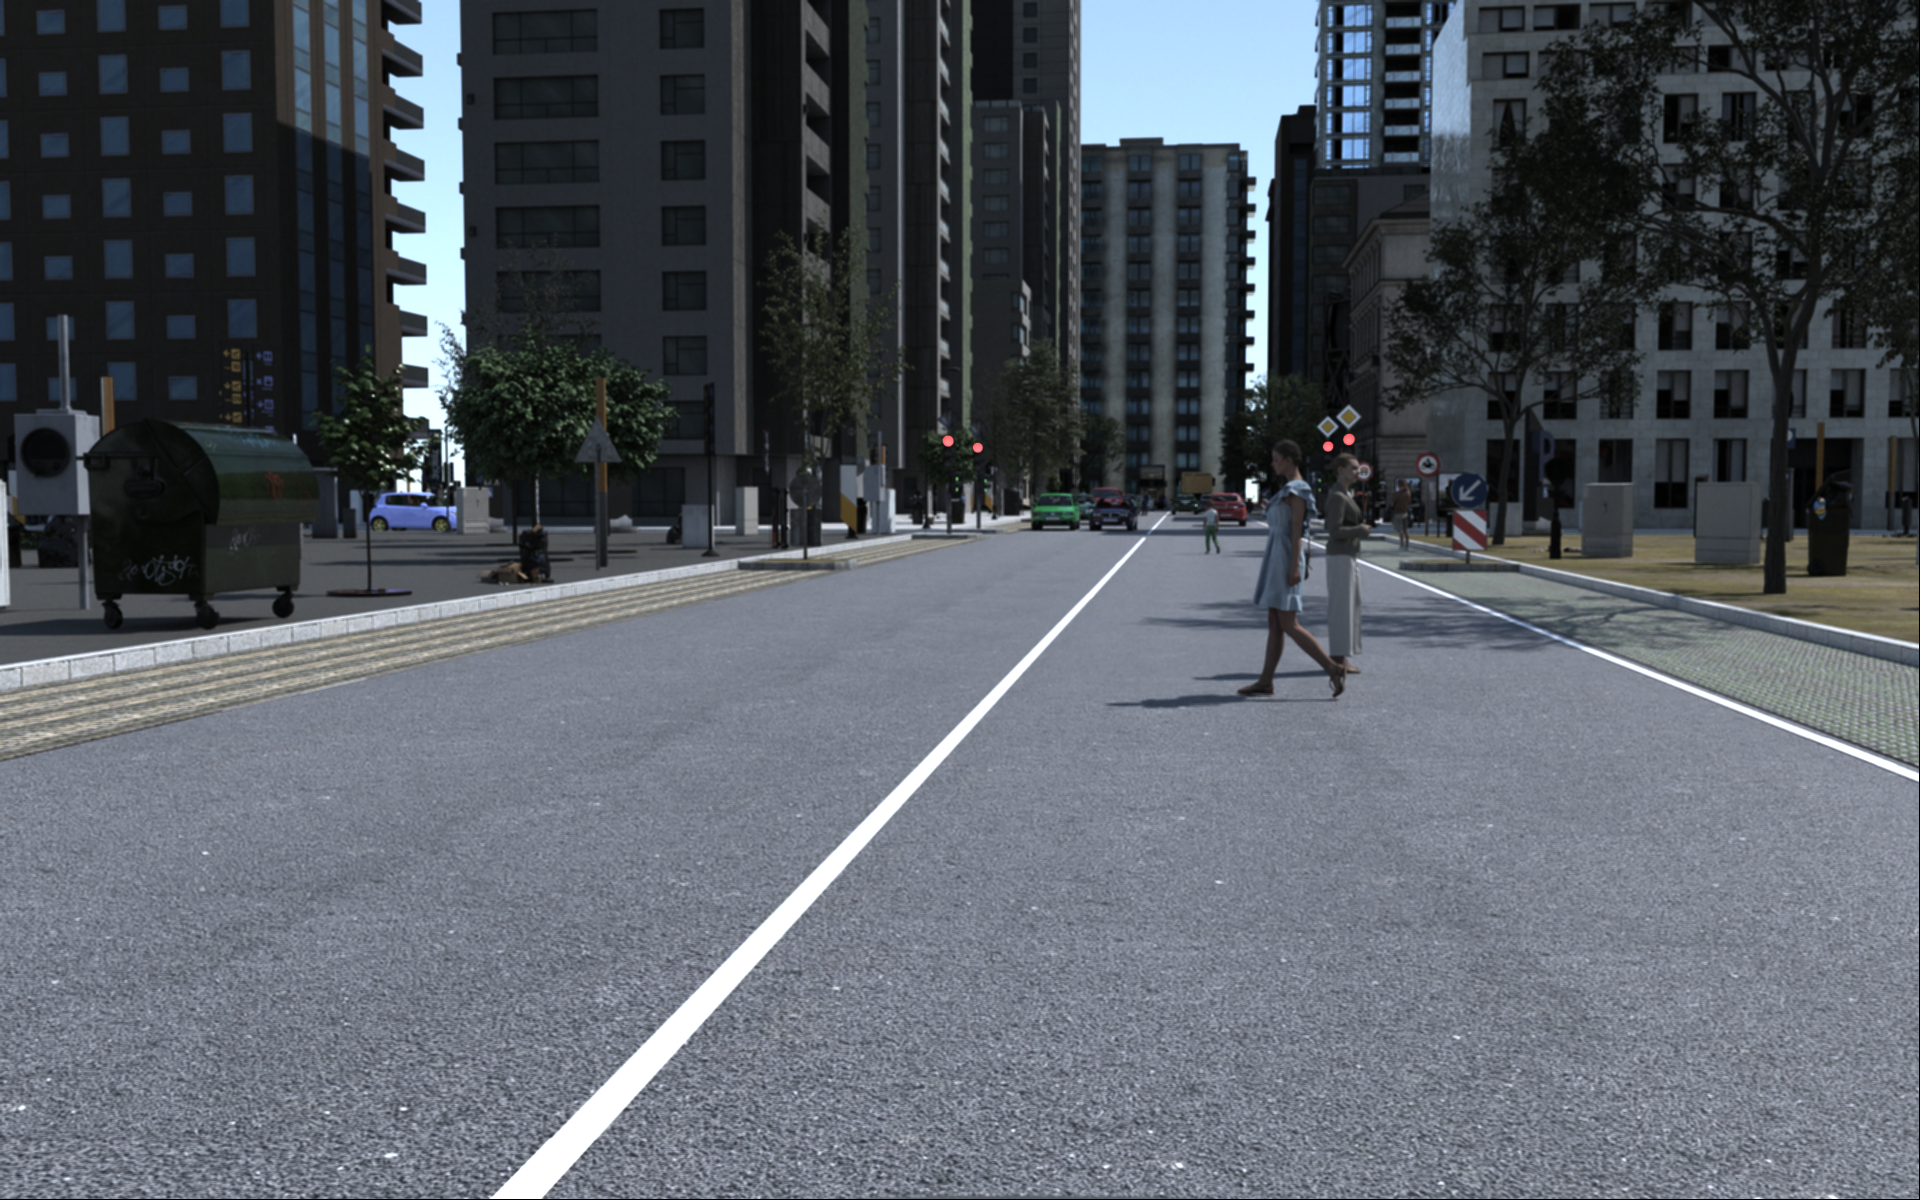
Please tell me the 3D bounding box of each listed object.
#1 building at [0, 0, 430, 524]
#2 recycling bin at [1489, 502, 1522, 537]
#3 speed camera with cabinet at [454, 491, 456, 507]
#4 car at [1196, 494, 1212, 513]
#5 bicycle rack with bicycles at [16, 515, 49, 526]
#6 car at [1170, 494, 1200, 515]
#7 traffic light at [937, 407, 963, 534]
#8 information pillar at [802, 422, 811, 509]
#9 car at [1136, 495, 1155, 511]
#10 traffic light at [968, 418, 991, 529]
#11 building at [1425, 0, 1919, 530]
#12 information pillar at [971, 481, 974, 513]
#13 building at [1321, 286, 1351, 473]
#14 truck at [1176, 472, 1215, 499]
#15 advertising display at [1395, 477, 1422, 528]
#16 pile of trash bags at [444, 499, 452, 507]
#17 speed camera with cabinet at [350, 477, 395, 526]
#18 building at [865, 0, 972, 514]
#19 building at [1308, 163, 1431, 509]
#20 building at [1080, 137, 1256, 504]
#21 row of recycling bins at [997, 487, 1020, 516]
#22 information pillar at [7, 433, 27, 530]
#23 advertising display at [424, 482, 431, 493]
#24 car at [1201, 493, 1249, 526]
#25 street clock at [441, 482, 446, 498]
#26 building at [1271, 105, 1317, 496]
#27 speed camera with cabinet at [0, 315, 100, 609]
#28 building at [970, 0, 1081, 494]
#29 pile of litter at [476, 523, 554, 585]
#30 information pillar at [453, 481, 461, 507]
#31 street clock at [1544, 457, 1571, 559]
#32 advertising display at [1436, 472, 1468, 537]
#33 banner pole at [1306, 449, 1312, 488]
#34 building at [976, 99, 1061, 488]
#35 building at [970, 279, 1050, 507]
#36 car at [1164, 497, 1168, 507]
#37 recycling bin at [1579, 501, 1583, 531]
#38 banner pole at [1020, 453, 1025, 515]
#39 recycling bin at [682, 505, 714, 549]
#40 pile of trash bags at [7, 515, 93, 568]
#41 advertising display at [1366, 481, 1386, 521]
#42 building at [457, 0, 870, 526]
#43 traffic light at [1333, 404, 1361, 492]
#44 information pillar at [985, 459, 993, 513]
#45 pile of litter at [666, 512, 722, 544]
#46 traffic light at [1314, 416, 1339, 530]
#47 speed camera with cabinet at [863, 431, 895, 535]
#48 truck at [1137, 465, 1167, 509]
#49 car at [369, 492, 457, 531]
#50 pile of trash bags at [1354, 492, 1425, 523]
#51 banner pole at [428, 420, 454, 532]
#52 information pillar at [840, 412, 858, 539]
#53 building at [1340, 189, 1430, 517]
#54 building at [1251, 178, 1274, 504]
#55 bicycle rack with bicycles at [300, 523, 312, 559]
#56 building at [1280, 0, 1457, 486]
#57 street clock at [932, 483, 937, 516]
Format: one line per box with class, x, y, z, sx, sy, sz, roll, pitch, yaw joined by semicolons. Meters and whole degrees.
building;-33.858;-26.146;77.605;14.200;45.320;14.600;0;4;7
recycling bin;16.374;-2.411;51.977;0.722;1.027;0.722;0;4;-7
speed camera with cabinet;-26.080;-6.038;93.060;2.038;3.252;0.660;-2;4;-26
car;19.106;-7.384;132.729;2.014;1.417;4.499;0;4;7
bicycle rack with bicycles;-38.393;-3.505;70.694;2.852;0.926;2.925;2;4;28
car;15.700;-6.669;120.838;2.131;1.459;4.920;0;4;7
traffic light;-0.327;-4.095;55.876;0.839;4.253;0.868;0;4;7
information pillar;-4.931;-3.937;55.723;0.183;3.616;0.504;1;4;21
car;15.715;-8.332;148.593;2.083;1.381;4.827;0;4;7
traffic light;0.707;-4.579;63.794;0.839;4.253;0.868;0;4;7
building;27.743;-13.038;67.916;16.860;20.320;10.420;0;4;7
information pillar;0.810;-7.553;114.845;0.183;3.616;0.504;1;4;10
building;34.948;-15.847;126.549;16.820;18.784;16.811;0;4;7
truck;20.624;-9.499;151.236;3.469;3.379;9.791;0;4;7
advertising display;16.958;-3.692;65.583;0.974;1.923;0.123;2;4;26
pile of trash bags;-27.677;-4.913;90.080;1.912;1.369;3.447;1;4;9
speed camera with cabinet;-24.199;-4.711;71.368;0.660;3.252;2.038;2;4;24
building;-7.004;-26.251;112.802;14.154;41.232;14.086;0;4;7
building;38.240;-23.469;155.422;14.160;30.474;14.107;0;4;7
building;24.492;-37.670;235.507;30.456;49.044;23.786;0;4;7
row of recycling bins;2.957;-5.917;103.854;1.069;1.692;3.534;-1;4;-8
information pillar;-32.880;-4.221;60.375;0.504;3.616;0.183;-2;4;-24
advertising display;-29.394;-5.531;95.651;0.123;1.923;0.974;0;4;0
car;11.959;-4.223;78.094;2.155;1.783;4.494;0;4;7
street clock;-30.368;-5.954;101.921;0.358;2.002;0.471;-1;4;-22
building;43.453;-33.617;199.748;14.600;45.320;14.200;0;4;7
speed camera with cabinet;-10.596;-1.511;19.035;2.038;3.252;0.660;0;3;0
building;3.175;-46.624;200.559;20.611;71.187;20.563;0;4;7
pile of litter;-6.450;-0.686;25.176;1.176;0.858;1.719;0;4;-1
information pillar;-27.335;-5.486;94.193;0.304;2.012;0.304;3;4;37
street clock;11.772;-1.811;34.188;0.471;2.002;0.358;1;4;10
advertising display;14.635;-2.826;51.419;0.974;1.923;0.123;0;4;0
banner pole;19.371;-6.492;96.156;0.401;3.779;0.863;2;4;33
building;2.603;-30.072;175.263;14.154;41.232;14.086;0;4;7
building;-6.831;-18.986;155.459;27.650;21.520;28.899;0;4;7
car;22.410;-11.339;194.980;1.945;1.707;3.694;1;4;9
recycling bin;22.038;-2.931;60.468;0.722;1.027;0.722;2;4;29
banner pole;3.783;-7.120;106.429;0.401;3.779;0.863;1;4;13
recycling bin;-6.133;-1.714;40.573;0.722;1.027;0.722;0;4;-7
pile of trash bags;-17.129;-1.273;30.562;3.447;1.369;1.912;-1;4;-10
advertising display;20.141;-4.812;83.886;0.974;1.923;0.123;1;4;12
building;-12.060;-18.518;74.471;14.160;30.474;14.107;0;4;7
traffic light;12.131;-3.997;54.271;0.839;4.253;0.868;0;4;7
information pillar;1.932;-7.574;115.184;0.504;3.616;0.183;1;4;16
pile of litter;-6.901;-1.893;44.917;1.719;0.858;1.176;-2;4;-35
traffic light;13.165;-4.481;62.190;0.839;4.253;0.868;0;4;7
speed camera with cabinet;-2.575;-3.722;55.196;0.660;3.252;2.038;1;4;12
truck;18.608;-10.942;167.818;2.839;4.237;11.283;0;4;7
car;-19.615;-3.279;63.196;3.694;1.707;1.945;1;4;8
pile of trash bags;19.229;-4.107;76.895;3.447;1.369;1.912;1;4;10
banner pole;-17.568;-4.191;58.542;0.863;3.779;0.401;0;4;1
information pillar;-3.183;-3.562;49.600;0.504;3.616;0.183;-2;4;-25
building;28.869;-14.612;103.531;10.561;19.102;19.286;0;4;7
building;53.724;-35.217;230.426;28.867;44.769;22.147;0;4;7
bicycle rack with bicycles;-13.947;-1.241;33.670;2.852;0.926;2.925;1;4;16
building;44.905;-52.776;175.553;22.319;86.520;31.000;0;4;7
street clock;-1.502;-6.034;103.230;0.358;2.002;0.471;0;4;-2
